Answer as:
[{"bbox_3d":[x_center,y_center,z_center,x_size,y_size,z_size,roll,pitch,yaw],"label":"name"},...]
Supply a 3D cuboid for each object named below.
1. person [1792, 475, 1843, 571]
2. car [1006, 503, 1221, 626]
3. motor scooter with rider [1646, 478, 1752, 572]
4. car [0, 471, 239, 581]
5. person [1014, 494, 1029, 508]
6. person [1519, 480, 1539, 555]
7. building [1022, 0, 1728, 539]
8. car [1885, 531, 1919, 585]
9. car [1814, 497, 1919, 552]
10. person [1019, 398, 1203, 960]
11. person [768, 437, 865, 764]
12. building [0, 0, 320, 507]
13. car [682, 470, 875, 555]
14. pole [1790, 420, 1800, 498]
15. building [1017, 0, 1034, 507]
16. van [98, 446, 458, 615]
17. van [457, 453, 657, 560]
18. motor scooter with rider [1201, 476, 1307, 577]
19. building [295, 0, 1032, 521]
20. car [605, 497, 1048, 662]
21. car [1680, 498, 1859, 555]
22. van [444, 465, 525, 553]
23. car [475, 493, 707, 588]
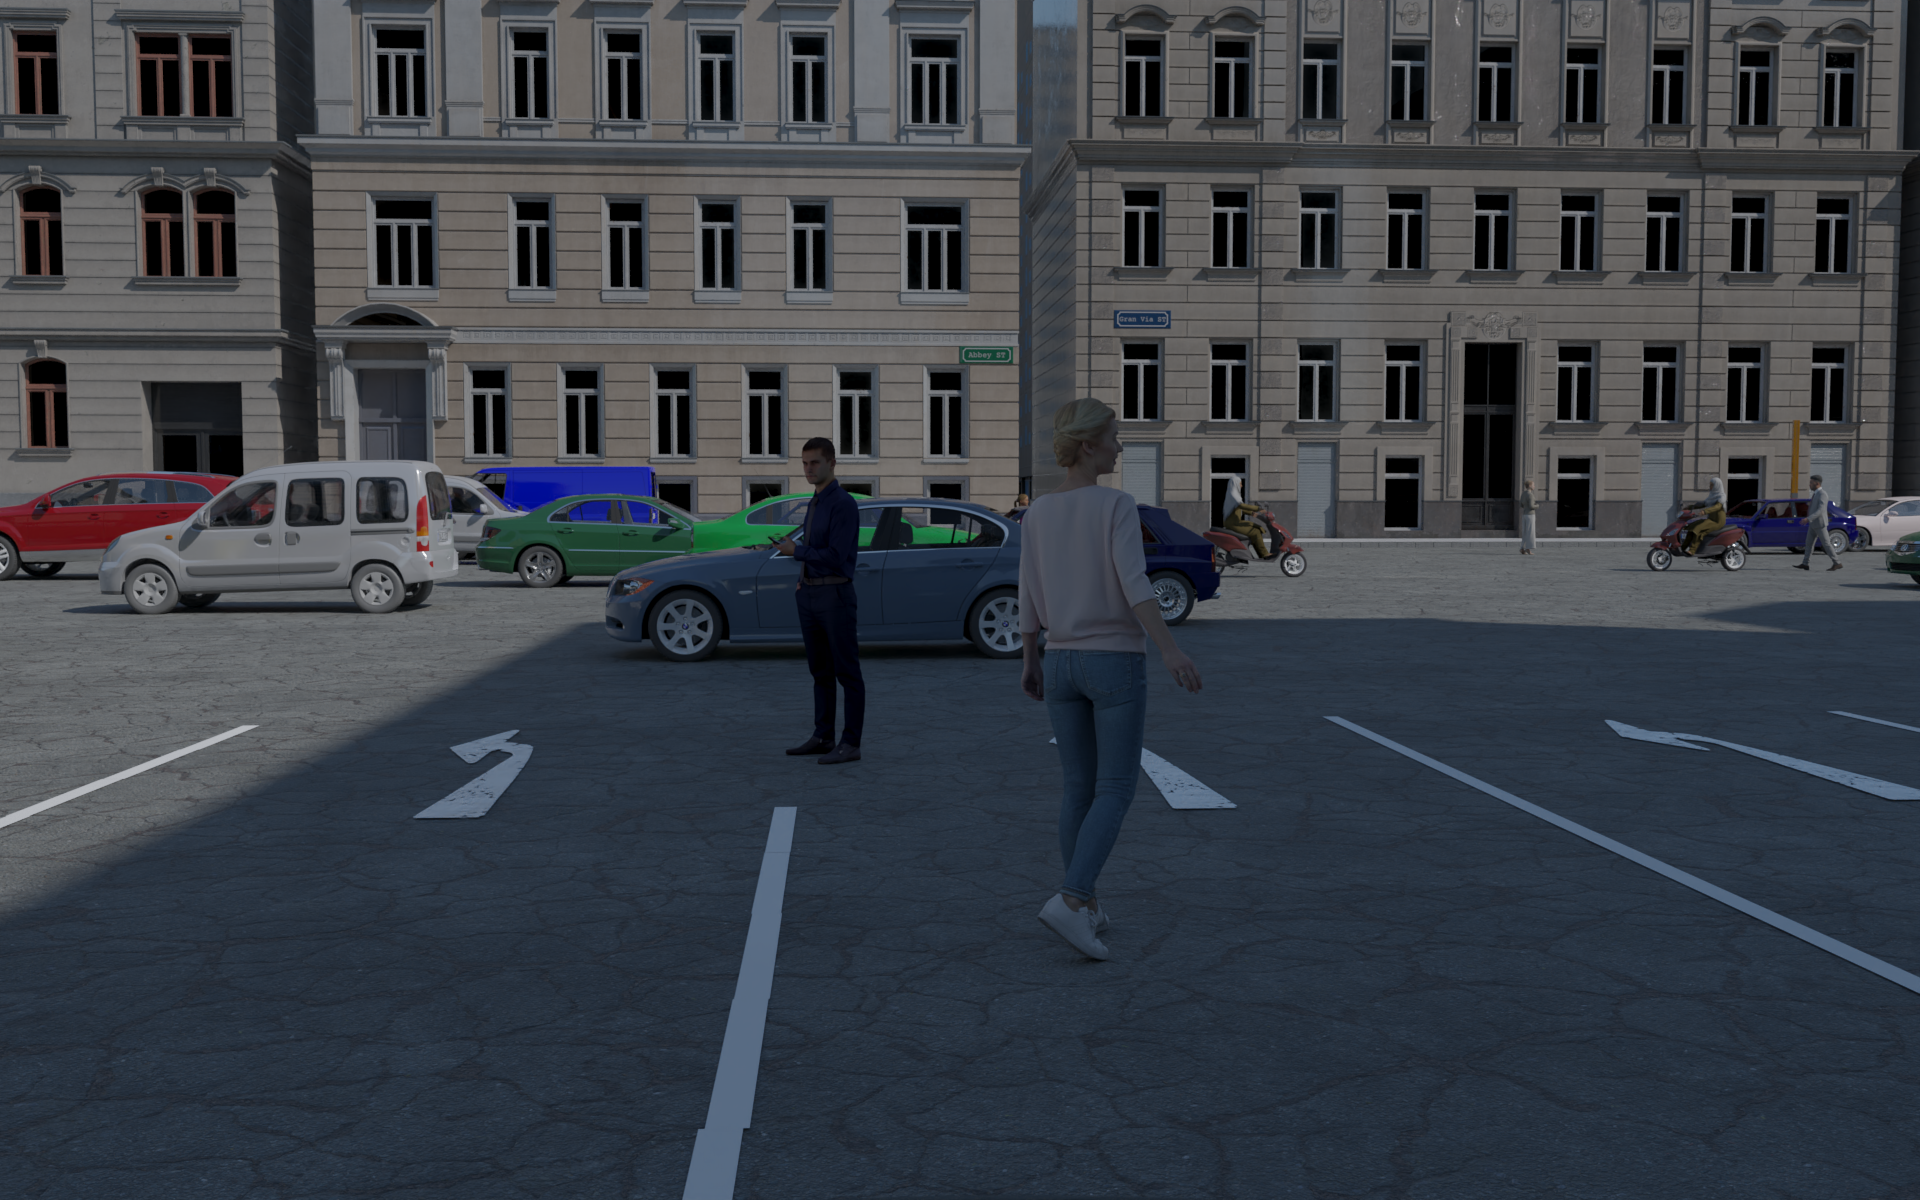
[{"bbox_3d":[16.070,-1.445,32.396,0.850,1.792,0.678,1,4,15],"label":"person"},{"bbox_3d":[0.890,-0.422,19.475,3.894,1.354,1.945,0,4,-4],"label":"car"},{"bbox_3d":[13.699,-1.415,32.101,1.986,1.779,0.876,0,4,-4],"label":"motor scooter with rider"},{"bbox_3d":[-14.335,-1.273,29.484,5.304,1.827,2.281,0,4,-4],"label":"car"},{"bbox_3d":[1.198,-1.035,28.655,0.776,1.435,0.726,2,4,23],"label":"person"},{"bbox_3d":[13.464,-1.948,40.904,0.362,1.759,0.519,-1,4,-12],"label":"person"},{"bbox_3d":[14.933,-15.753,54.828,25.104,27.353,12.463,0,4,-4],"label":"building"},{"bbox_3d":[16.700,-0.893,26.396,4.920,1.459,2.131,0,4,-3],"label":"car"},{"bbox_3d":[23.538,-1.913,43.633,4.827,1.381,2.083,0,4,-2],"label":"car"},{"bbox_3d":[0.424,0.227,5.453,0.731,1.740,0.598,2,4,30],"label":"person"},{"bbox_3d":[-0.779,-0.009,9.357,0.504,1.737,0.576,-3,4,-39],"label":"person"},{"bbox_3d":[-30.183,-16.202,52.286,23.554,28.519,14.401,0,4,-4],"label":"building"},{"bbox_3d":[-1.619,-0.992,25.019,4.718,1.807,1.959,0,4,-3],"label":"car"},{"bbox_3d":[23.044,-3.301,47.819,0.158,3.312,0.155,0,3,0],"label":"pole"},{"bbox_3d":[11.812,-30.412,147.346,14.600,45.320,14.200,0,4,-4],"label":"building"},{"bbox_3d":[-8.386,-0.880,21.392,4.112,2.044,2.013,0,4,-4],"label":"van"},{"bbox_3d":[-9.284,-2.073,38.278,5.245,2.365,2.240,0,4,-6],"label":"van"},{"bbox_3d":[4.987,-1.271,29.738,1.986,1.779,0.876,0,4,-2],"label":"motor scooter with rider"},{"bbox_3d":[-8.382,-16.369,53.530,20.117,28.700,13.634,0,4,-4],"label":"building"},{"bbox_3d":[-0.933,-0.225,15.682,4.499,1.417,2.014,0,4,-6],"label":"car"},{"bbox_3d":[19.256,-1.765,41.444,3.894,1.354,1.945,0,4,-5],"label":"car"},{"bbox_3d":[-10.189,-1.740,35.465,4.112,2.044,2.013,0,4,-3],"label":"van"},{"bbox_3d":[-5.103,-0.950,27.324,4.920,1.459,2.131,0,4,-4],"label":"car"}]
